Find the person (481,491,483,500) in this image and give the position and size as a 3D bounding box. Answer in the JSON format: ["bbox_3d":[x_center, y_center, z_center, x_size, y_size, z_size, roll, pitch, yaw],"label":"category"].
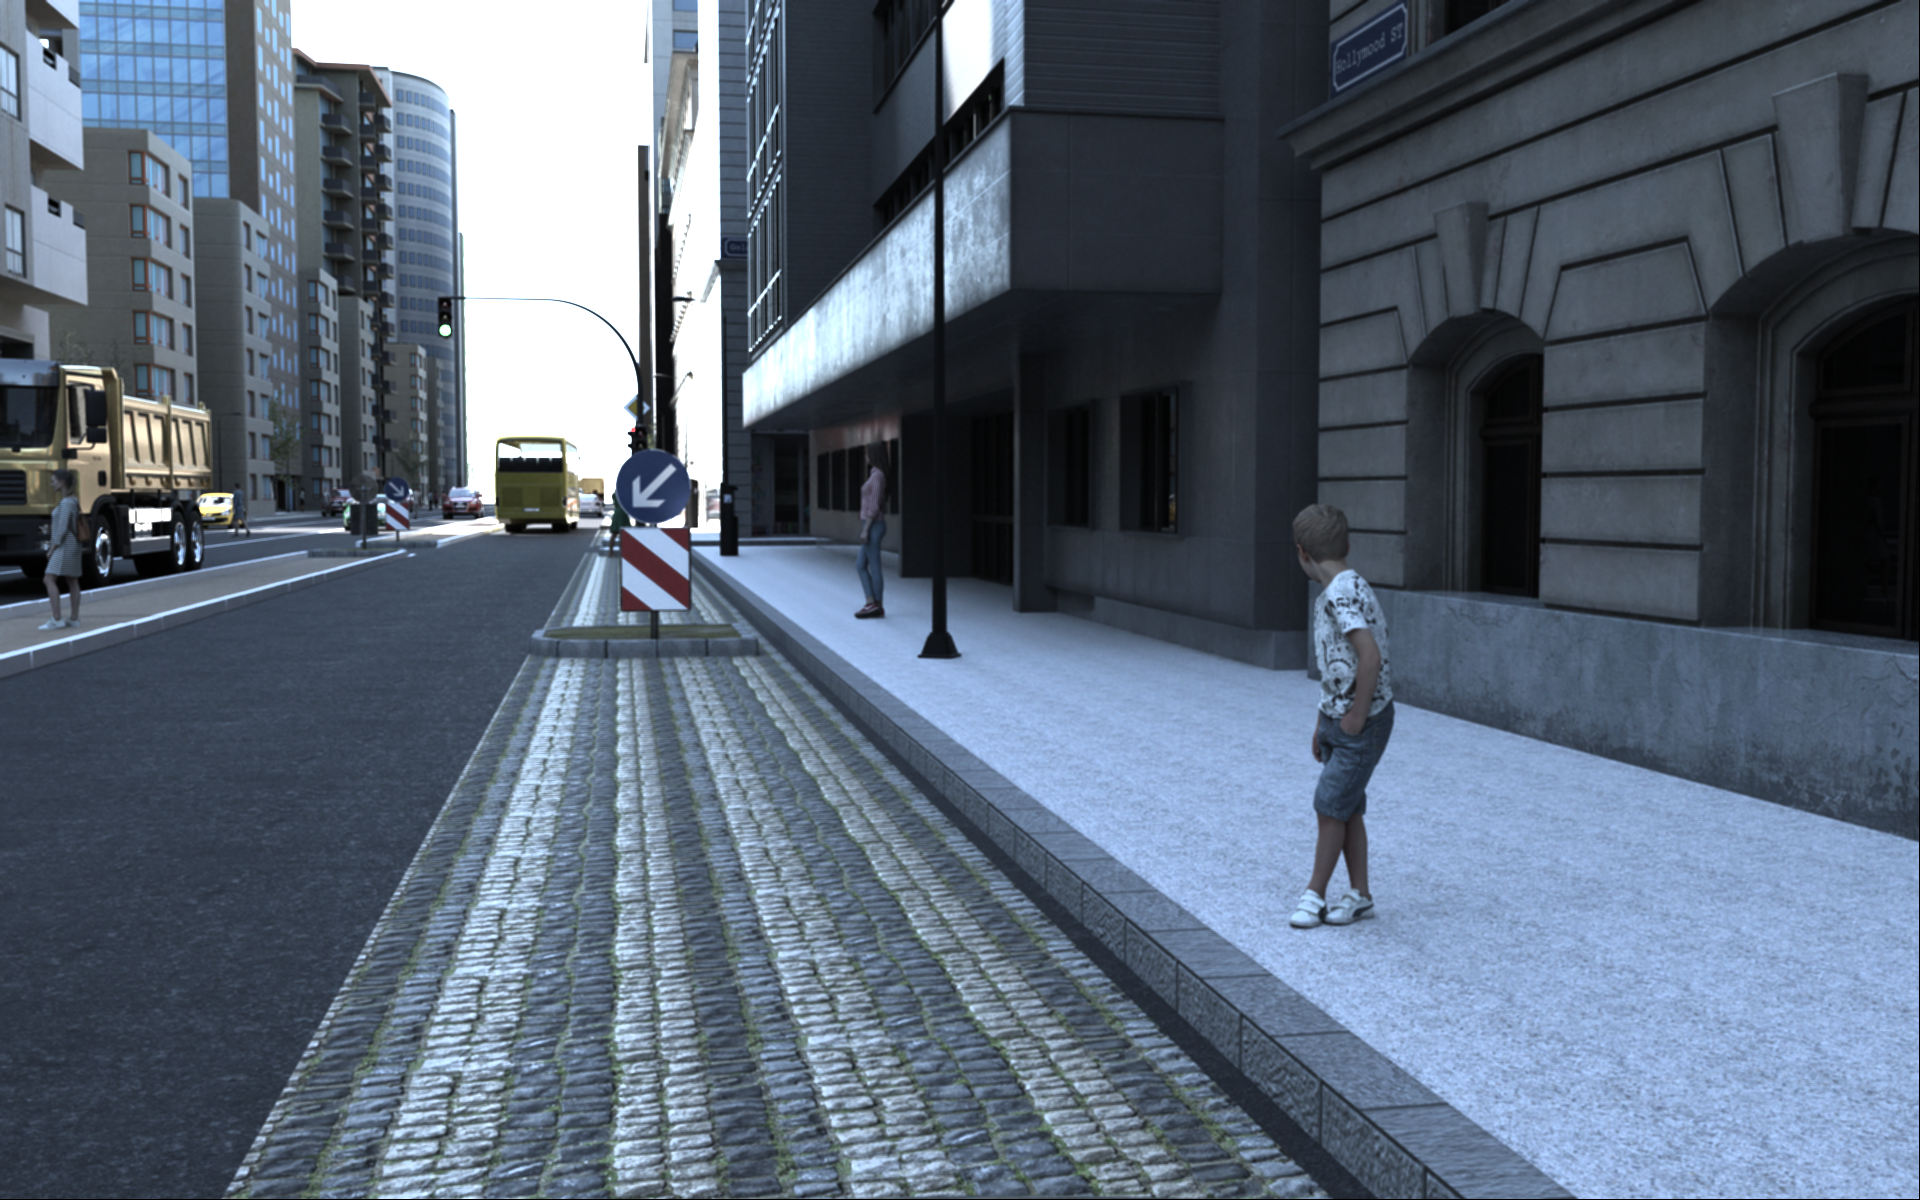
[{"bbox_3d":[-66.061,-14.098,238.864,0.599,1.838,0.709,0,4,-8],"label":"person"}]

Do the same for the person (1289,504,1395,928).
[{"bbox_3d":[1.129,0.340,5.165,0.352,1.250,0.332,3,5,39],"label":"person"}]

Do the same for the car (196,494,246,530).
[{"bbox_3d":[-30.409,-3.711,70.893,2.015,1.641,3.980,-1,4,-13],"label":"car"}]

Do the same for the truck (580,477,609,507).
[{"bbox_3d":[-40.330,-11.888,190.285,3.469,3.379,9.791,-1,4,-11],"label":"truck"}]

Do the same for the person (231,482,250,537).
[{"bbox_3d":[-24.181,-3.035,58.145,0.654,1.822,0.581,1,4,23],"label":"person"}]

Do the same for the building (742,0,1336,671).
[{"bbox_3d":[4.626,-12.746,27.460,14.314,24.678,30.058,-1,4,-11],"label":"building"}]

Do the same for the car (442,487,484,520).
[{"bbox_3d":[-28.481,-5.547,99.362,2.281,1.827,5.304,-1,4,-12],"label":"car"}]

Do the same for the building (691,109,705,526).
[{"bbox_3d":[-5.134,-13.138,69.559,10.420,20.320,16.860,-1,4,-11],"label":"building"}]

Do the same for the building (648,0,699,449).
[{"bbox_3d":[-17.623,-37.663,157.791,21.231,58.520,28.212,-1,4,-11],"label":"building"}]

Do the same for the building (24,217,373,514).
[{"bbox_3d":[-65.063,-18.266,143.687,27.650,21.520,28.899,-1,4,-11],"label":"building"}]

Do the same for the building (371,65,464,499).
[{"bbox_3d":[-80.981,-42.628,238.960,21.231,58.520,28.212,-1,4,-11],"label":"building"}]

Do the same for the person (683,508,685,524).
[{"bbox_3d":[-11.760,-4.116,74.351,0.522,1.701,0.512,0,4,0],"label":"person"}]

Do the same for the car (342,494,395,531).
[{"bbox_3d":[-23.394,-3.498,68.993,2.131,1.459,4.920,-1,4,-13],"label":"car"}]

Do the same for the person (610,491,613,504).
[{"bbox_3d":[-50.384,-14.809,250.651,0.705,1.821,1.348,0,4,-1],"label":"person"}]

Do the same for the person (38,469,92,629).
[{"bbox_3d":[-9.545,-0.549,18.485,0.522,1.701,0.512,-1,4,-20],"label":"person"}]

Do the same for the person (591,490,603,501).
[{"bbox_3d":[-26.683,-7.169,126.434,1.217,1.735,0.721,-2,4,-25],"label":"person"}]

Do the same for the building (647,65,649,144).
[{"bbox_3d":[-37.565,-50.010,255.908,20.563,71.187,20.611,-1,4,-11],"label":"building"}]

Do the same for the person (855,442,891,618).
[{"bbox_3d":[-0.904,-0.729,17.967,0.388,1.821,0.555,0,4,-4],"label":"person"}]

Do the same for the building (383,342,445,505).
[{"bbox_3d":[-78.807,-22.412,211.469,27.650,21.520,28.899,-1,4,-11],"label":"building"}]

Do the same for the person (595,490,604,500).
[{"bbox_3d":[-34.219,-9.450,162.970,1.348,1.831,0.705,0,4,-3],"label":"person"}]

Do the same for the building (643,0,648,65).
[{"bbox_3d":[-19.022,-36.501,186.026,28.713,52.752,27.495,-1,4,-11],"label":"building"}]

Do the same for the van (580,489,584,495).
[{"bbox_3d":[-29.436,-7.650,132.094,2.013,2.044,4.112,-1,4,-13],"label":"van"}]

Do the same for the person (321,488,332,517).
[{"bbox_3d":[-39.778,-6.125,108.758,0.709,1.813,0.853,-1,4,-9],"label":"person"}]

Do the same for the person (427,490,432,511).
[{"bbox_3d":[-45.517,-8.578,148.739,0.705,1.826,1.348,0,4,-2],"label":"person"}]

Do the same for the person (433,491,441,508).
[{"bbox_3d":[-55.399,-10.651,183.330,0.721,1.739,1.217,2,4,27],"label":"person"}]

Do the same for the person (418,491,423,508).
[{"bbox_3d":[-57.004,-10.615,182.614,0.990,1.755,0.434,2,4,32],"label":"person"}]

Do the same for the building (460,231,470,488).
[{"bbox_3d":[-82.040,-35.303,260.793,14.154,41.232,14.086,-1,4,-11],"label":"building"}]

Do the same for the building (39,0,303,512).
[{"bbox_3d":[-55.567,-28.903,122.683,14.600,45.320,14.200,-1,4,-11],"label":"building"}]

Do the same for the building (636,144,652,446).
[{"bbox_3d":[-33.448,-34.723,217.828,14.600,45.320,14.200,-1,4,-11],"label":"building"}]

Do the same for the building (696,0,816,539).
[{"bbox_3d":[6.577,-17.089,56.904,29.804,29.767,11.434,-1,4,-11],"label":"building"}]

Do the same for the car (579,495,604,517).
[{"bbox_3d":[-23.670,-5.972,110.012,2.083,1.381,4.827,-1,4,-11],"label":"car"}]

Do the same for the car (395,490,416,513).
[{"bbox_3d":[-43.761,-7.761,135.564,2.281,1.827,5.304,-1,4,-13],"label":"car"}]

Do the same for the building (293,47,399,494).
[{"bbox_3d":[-68.459,-31.631,171.789,22.147,44.769,28.867,-1,4,-11],"label":"building"}]

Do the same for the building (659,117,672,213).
[{"bbox_3d":[-16.631,-22.352,137.153,14.160,30.474,14.107,-1,4,-11],"label":"building"}]

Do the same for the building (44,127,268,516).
[{"bbox_3d":[-54.758,-15.217,93.841,27.650,21.520,28.899,-1,4,-11],"label":"building"}]

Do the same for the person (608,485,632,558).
[{"bbox_3d":[-7.628,-1.839,38.817,0.529,1.795,0.600,0,4,-1],"label":"person"}]

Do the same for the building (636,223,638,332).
[{"bbox_3d":[-33.012,-37.451,236.023,21.300,48.544,21.600,-1,4,-11],"label":"building"}]

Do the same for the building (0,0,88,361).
[{"bbox_3d":[-45.221,-28.403,53.633,28.713,52.752,27.495,-1,4,-11],"label":"building"}]

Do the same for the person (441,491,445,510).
[{"bbox_3d":[-46.445,-8.979,156.013,0.721,1.736,1.217,1,4,15],"label":"person"}]

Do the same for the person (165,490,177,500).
[{"bbox_3d":[-26.071,-3.029,57.390,0.648,1.900,0.474,3,5,40],"label":"person"}]

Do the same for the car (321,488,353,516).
[{"bbox_3d":[-40.134,-6.359,112.635,2.281,1.827,5.304,-1,4,-10],"label":"car"}]

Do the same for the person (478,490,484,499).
[{"bbox_3d":[-46.431,-9.720,167.437,0.705,1.823,1.348,-3,5,-44],"label":"person"}]

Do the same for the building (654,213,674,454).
[{"bbox_3d":[-14.024,-17.514,116.028,12.332,23.373,15.834,-1,4,-11],"label":"building"}]

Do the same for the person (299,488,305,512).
[{"bbox_3d":[-47.991,-7.297,126.133,0.721,1.735,1.217,-1,4,-10],"label":"person"}]

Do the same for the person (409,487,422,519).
[{"bbox_3d":[-30.901,-5.482,98.251,0.709,1.813,0.853,-2,4,-35],"label":"person"}]

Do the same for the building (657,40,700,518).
[{"bbox_3d":[-7.625,-15.876,92.853,16.112,22.955,30.059,-1,4,-11],"label":"building"}]
